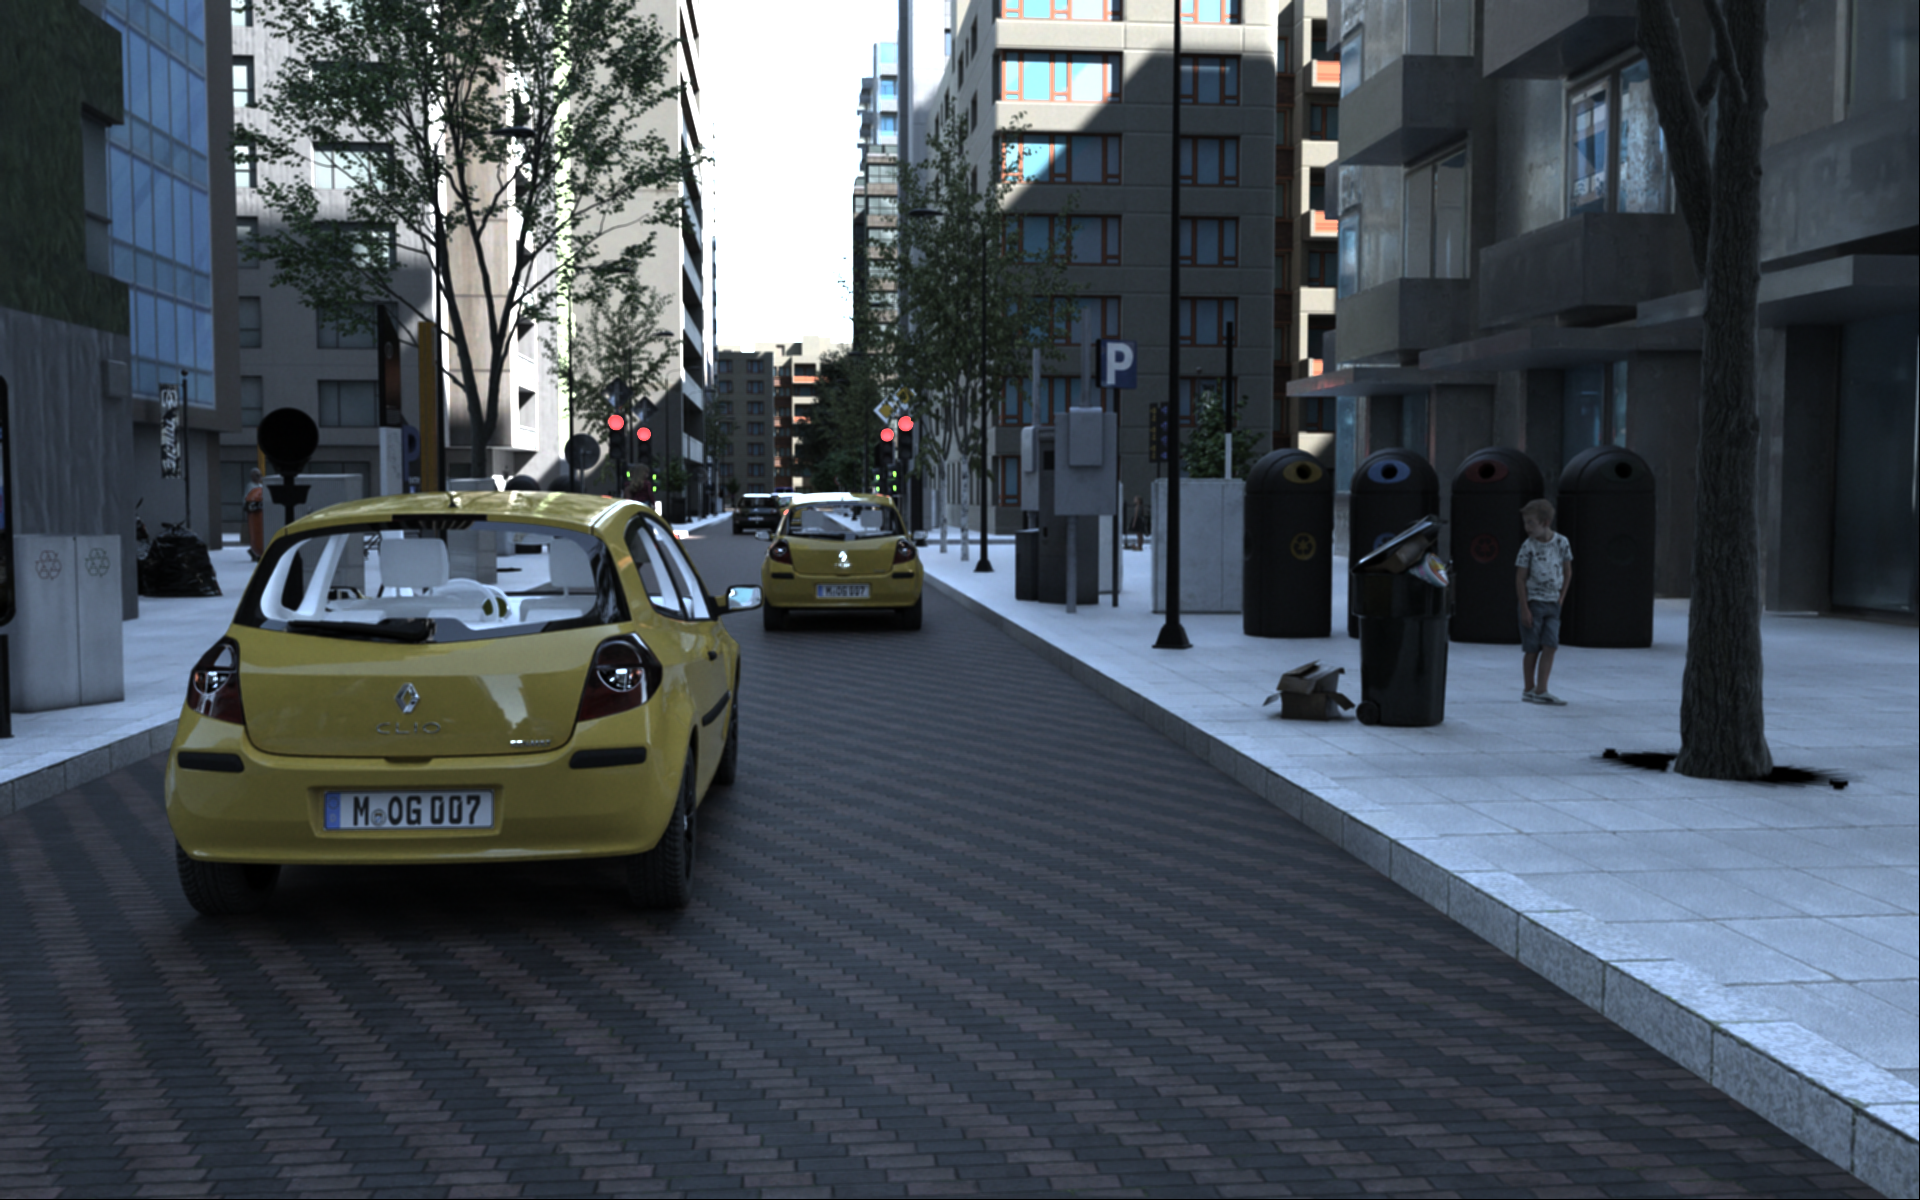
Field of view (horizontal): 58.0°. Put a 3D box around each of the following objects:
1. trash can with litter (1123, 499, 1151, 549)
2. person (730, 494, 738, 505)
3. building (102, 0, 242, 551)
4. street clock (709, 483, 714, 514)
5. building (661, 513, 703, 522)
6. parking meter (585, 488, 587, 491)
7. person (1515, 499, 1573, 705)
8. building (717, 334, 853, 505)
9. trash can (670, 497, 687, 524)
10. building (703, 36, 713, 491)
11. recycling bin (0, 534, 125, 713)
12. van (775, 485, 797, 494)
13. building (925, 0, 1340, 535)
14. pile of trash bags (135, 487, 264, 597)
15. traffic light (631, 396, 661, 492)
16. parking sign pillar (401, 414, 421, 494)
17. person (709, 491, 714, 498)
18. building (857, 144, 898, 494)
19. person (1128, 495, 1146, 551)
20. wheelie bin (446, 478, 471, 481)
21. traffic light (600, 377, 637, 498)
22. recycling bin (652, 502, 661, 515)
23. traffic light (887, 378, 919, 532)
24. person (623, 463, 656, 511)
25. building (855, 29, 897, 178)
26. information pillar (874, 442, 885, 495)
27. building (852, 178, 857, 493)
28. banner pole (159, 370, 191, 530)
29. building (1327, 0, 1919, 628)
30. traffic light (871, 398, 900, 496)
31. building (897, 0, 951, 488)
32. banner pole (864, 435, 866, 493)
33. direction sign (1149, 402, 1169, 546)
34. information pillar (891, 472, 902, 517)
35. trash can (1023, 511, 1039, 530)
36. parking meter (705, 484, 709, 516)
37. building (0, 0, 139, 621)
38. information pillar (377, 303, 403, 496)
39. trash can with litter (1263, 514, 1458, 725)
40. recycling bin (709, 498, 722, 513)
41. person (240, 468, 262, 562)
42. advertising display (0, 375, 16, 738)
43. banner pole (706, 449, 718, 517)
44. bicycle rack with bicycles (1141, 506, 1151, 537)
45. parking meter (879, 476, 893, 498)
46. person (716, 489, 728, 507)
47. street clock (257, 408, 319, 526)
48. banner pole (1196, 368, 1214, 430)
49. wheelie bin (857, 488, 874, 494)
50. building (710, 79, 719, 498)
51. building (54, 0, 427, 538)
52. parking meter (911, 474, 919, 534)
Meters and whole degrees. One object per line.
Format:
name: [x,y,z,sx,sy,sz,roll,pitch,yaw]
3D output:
trash can with litter: [3.277,-1.805,40.564,2.233,1.210,1.678,1,4,16]
person: [-24.841,-11.170,189.355,1.217,1.739,0.721,-2,4,-29]
building: [-23.094,-23.328,31.530,14.200,45.320,14.600,0,4,-6]
street clock: [-15.622,-6.399,109.187,0.471,2.002,0.358,1,4,20]
building: [-24.262,-28.329,86.878,21.300,48.544,21.600,0,4,-6]
parking meter: [-8.979,-1.982,40.813,0.372,1.533,0.369,0,3,0]
person: [3.583,0.007,10.617,0.332,1.250,0.352,2,4,35]
building: [-18.518,-23.232,224.875,28.899,21.520,27.650,0,4,-6]
trash can: [-12.020,-3.812,73.983,0.748,1.137,0.748,0,3,0]
building: [-30.984,-31.504,165.200,14.600,45.320,14.200,0,4,-6]
recycling bin: [-5.637,0.123,10.543,0.722,1.027,0.722,1,4,23]
van: [-16.536,-9.717,163.260,2.240,2.365,5.245,0,4,-4]
building: [14.129,-13.680,68.708,28.899,21.520,27.650,0,4,-6]
pile of trash bags: [-10.103,-0.749,21.994,1.912,1.369,3.447,3,4,39]
traffic light: [-8.968,-3.703,49.460,0.839,4.253,0.868,0,4,-6]
parking sign pillar: [-15.748,-3.712,49.157,1.447,3.967,1.447,1,4,9]
person: [-21.304,-8.688,148.072,0.705,1.826,1.348,-2,4,-27]
building: [-1.115,-22.929,146.595,14.160,30.474,14.107,0,4,-6]
person: [3.995,-1.737,39.106,0.373,1.253,0.362,2,4,28]
wheelie bin: [-9.966,-1.630,34.554,0.693,1.594,0.980,3,5,43]
traffic light: [-8.184,-3.217,41.514,0.839,4.253,0.868,0,4,-6]
recycling bin: [-10.223,-2.682,56.398,0.722,1.027,0.722,-3,5,-43]
traffic light: [-1.357,-3.259,42.201,0.839,4.253,0.868,0,4,-6]
person: [-4.186,-0.863,22.585,0.573,1.828,0.580,-3,5,-43]
building: [0.335,-34.487,183.477,23.786,49.044,30.456,0,4,-6]
information pillar: [-3.200,-4.806,69.928,0.504,3.616,0.183,-1,4,-16]
building: [-3.072,-23.824,161.227,14.160,30.474,14.107,0,4,-6]
banner pole: [-15.687,-2.735,34.728,0.401,3.779,0.863,2,4,24]
building: [18.472,-24.649,22.622,23.786,49.044,30.456,0,4,-6]
traffic light: [-2.142,-3.745,50.148,0.839,4.253,0.868,0,4,-6]
building: [6.451,-34.826,111.397,21.231,58.520,28.212,0,4,-6]
banner pole: [-4.066,-5.139,74.041,0.401,3.779,0.863,-1,4,-9]
direction sign: [4.920,-3.114,42.907,0.379,3.537,0.876,-2,4,-24]
information pillar: [-2.142,-3.321,58.791,0.304,2.012,0.304,1,4,20]
trash can: [2.245,-2.550,53.343,0.748,1.137,0.748,0,3,0]
parking meter: [-15.174,-5.971,103.332,0.255,1.863,0.399,2,4,27]
building: [-14.796,-19.911,9.141,14.154,41.232,14.086,0,4,-6]
information pillar: [-7.099,-1.849,21.589,0.183,3.616,0.504,0,4,5]
trash can with litter: [2.244,0.100,9.745,1.055,1.170,0.624,2,4,25]
recycling bin: [-16.449,-6.366,116.640,0.722,1.027,0.722,-2,4,-26]
person: [-13.356,-1.601,32.706,0.515,1.767,0.782,0,4,4]
advertising display: [-5.387,-0.222,8.844,0.974,1.923,0.123,-2,4,-33]
banner pole: [-13.823,-6.507,96.409,0.401,3.779,0.863,2,4,32]
bicycle rack with bicycles: [6.509,-2.395,52.538,2.852,0.926,2.925,3,5,43]
parking meter: [-2.375,-3.050,55.582,0.399,1.863,0.255,-3,5,-41]
person: [-24.539,-10.546,178.477,1.348,1.822,0.705,1,4,16]
street clock: [-5.669,-0.617,14.654,0.471,2.002,0.358,-2,4,-25]
banner pole: [4.870,-2.726,34.588,0.401,3.779,0.863,3,4,37]
wheelie bin: [-6.198,-6.440,113.198,0.980,1.594,0.693,0,4,8]
building: [-36.875,-34.270,184.011,21.600,48.544,21.300,0,4,-6]
building: [-21.805,-23.109,61.424,14.154,41.232,14.086,0,4,-6]
parking meter: [-1.299,-2.824,51.883,0.255,1.863,0.399,1,4,20]
